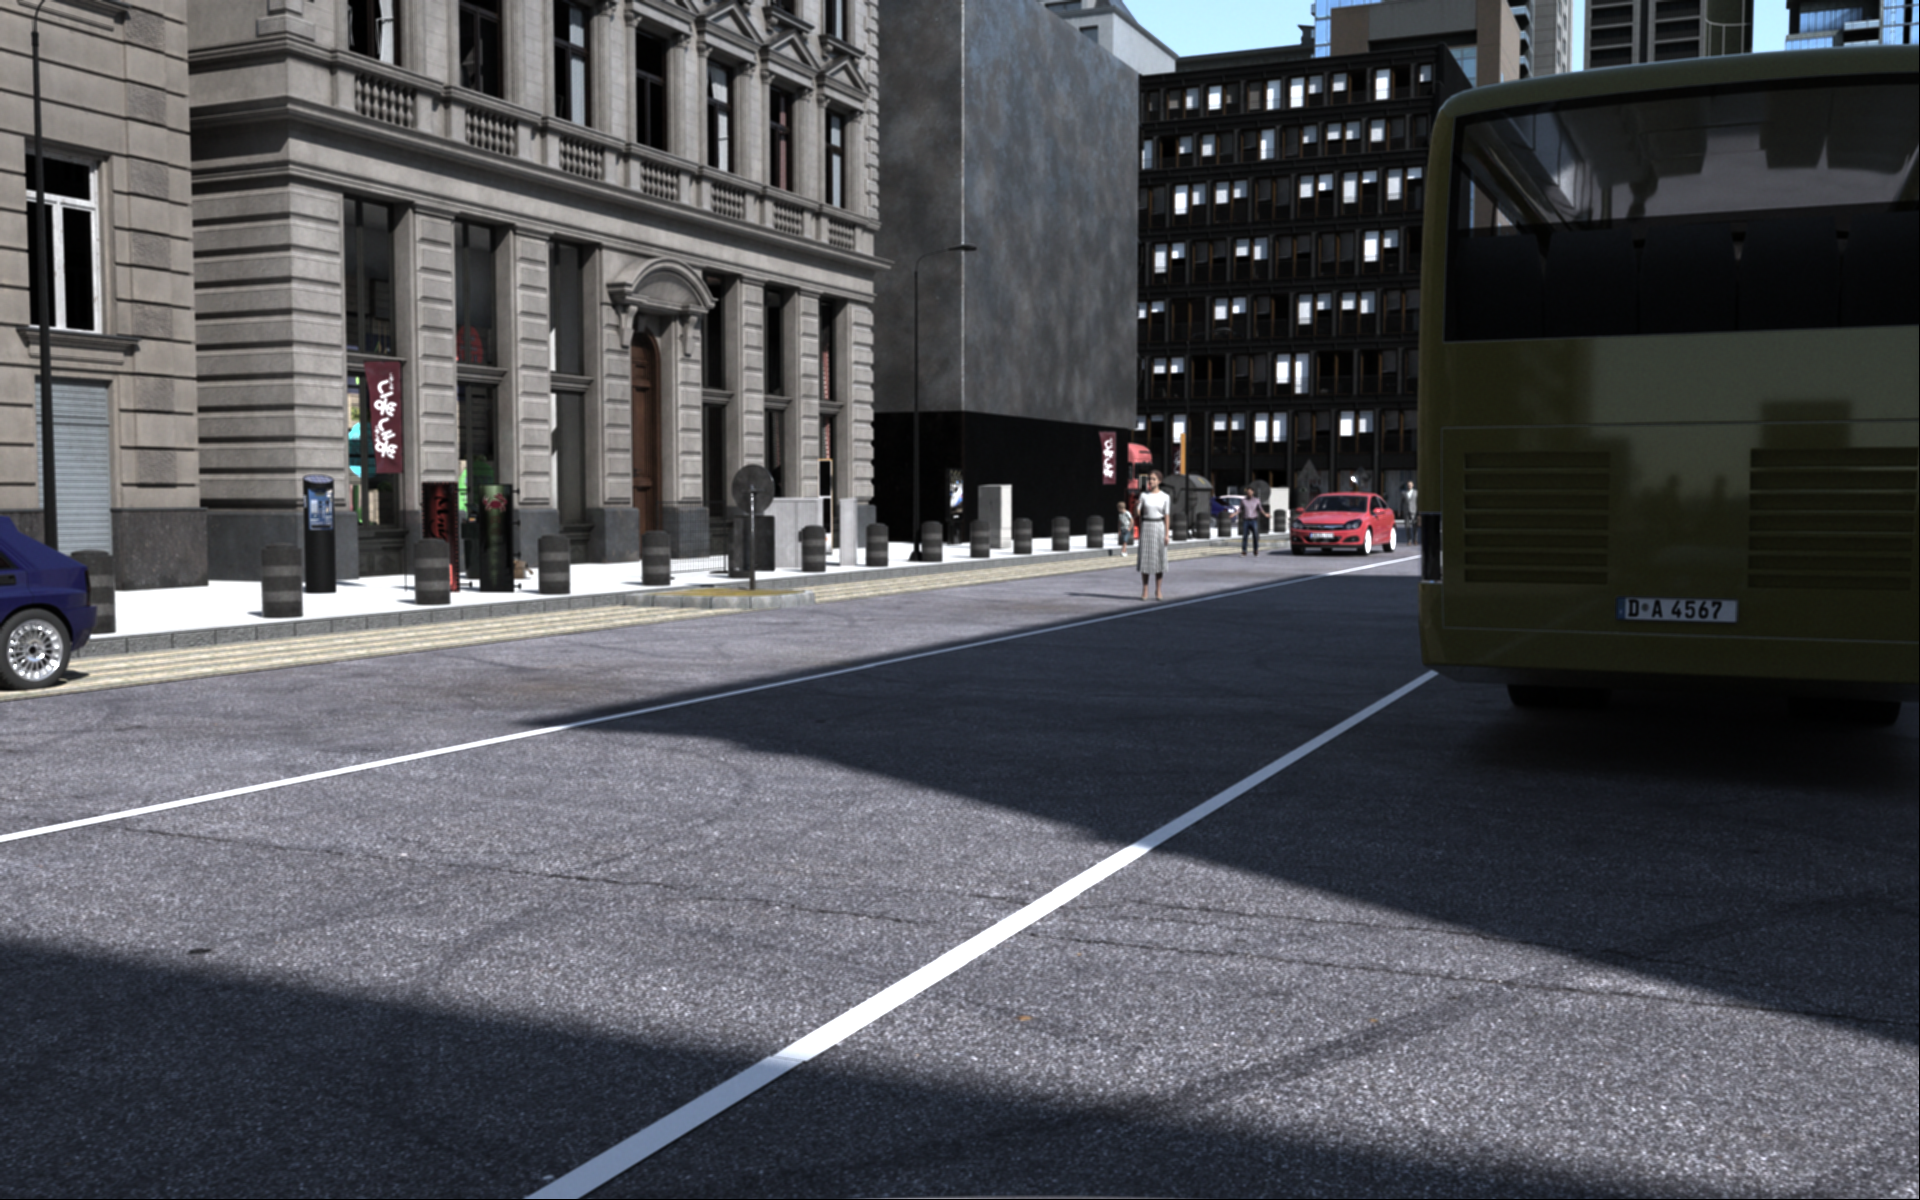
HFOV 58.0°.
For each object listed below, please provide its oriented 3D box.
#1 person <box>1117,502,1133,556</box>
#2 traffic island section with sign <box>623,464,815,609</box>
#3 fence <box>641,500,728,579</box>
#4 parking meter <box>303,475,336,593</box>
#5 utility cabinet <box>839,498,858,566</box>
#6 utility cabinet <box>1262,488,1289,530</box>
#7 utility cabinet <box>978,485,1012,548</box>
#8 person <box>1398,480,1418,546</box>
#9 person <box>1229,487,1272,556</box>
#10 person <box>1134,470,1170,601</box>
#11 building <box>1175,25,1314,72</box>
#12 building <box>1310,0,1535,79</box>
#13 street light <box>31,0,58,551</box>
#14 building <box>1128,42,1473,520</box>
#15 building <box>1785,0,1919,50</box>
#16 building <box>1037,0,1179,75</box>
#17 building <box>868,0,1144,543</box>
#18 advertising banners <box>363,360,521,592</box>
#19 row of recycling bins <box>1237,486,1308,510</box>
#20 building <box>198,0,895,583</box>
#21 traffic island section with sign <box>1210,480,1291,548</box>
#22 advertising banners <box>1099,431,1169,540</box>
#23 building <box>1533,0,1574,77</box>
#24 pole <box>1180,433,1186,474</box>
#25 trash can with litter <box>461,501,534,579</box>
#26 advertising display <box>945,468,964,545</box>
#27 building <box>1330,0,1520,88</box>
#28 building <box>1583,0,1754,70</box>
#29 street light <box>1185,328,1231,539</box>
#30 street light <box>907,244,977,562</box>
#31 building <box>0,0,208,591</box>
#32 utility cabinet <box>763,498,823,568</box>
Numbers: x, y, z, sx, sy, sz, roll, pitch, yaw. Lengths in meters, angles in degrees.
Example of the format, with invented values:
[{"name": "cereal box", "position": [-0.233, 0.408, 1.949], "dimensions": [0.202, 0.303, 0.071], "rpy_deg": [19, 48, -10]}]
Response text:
[{"name": "person", "position": [3.771, -1.617, 39.621], "dimensions": [0.352, 1.250, 0.332], "rpy_deg": [-1, 4, -10]}, {"name": "traffic island section with sign", "position": [-2.974, -0.845, 22.437], "dimensions": [1.989, 1.847, 2.006], "rpy_deg": [2, 4, 24]}, {"name": "fence", "position": [-4.174, -0.967, 27.008], "dimensions": [0.480, 1.192, 2.264], "rpy_deg": [1, 4, 21]}, {"name": "parking meter", "position": [-8.316, -0.861, 22.492], "dimensions": [0.372, 1.533, 0.369], "rpy_deg": [0, 3, 0]}, {"name": "utility cabinet", "position": [-2.016, -1.226, 31.210], "dimensions": [0.306, 1.237, 1.020], "rpy_deg": [0, 4, -1]}, {"name": "utility cabinet", "position": [11.069, -3.188, 60.807], "dimensions": [1.173, 1.500, 0.318], "rpy_deg": [-3, 5, -44]}, {"name": "utility cabinet", "position": [0.808, -1.968, 40.861], "dimensions": [0.318, 1.500, 1.173], "rpy_deg": [-2, 4, -26]}, {"name": "person", "position": [12.564, -2.425, 48.262], "dimensions": [0.709, 1.813, 0.853], "rpy_deg": [1, 4, 15]}, {"name": "person", "position": [6.646, -1.792, 39.754], "dimensions": [0.963, 1.587, 0.435], "rpy_deg": [0, 4, 4]}, {"name": "person", "position": [2.578, -0.870, 23.296], "dimensions": [0.480, 1.755, 0.524], "rpy_deg": [0, 4, 6]}, {"name": "building", "position": [34.930, -37.735, 206.203], "dimensions": [27.495, 52.752, 28.713], "rpy_deg": [2, 4, 24]}, {"name": "building", "position": [47.201, -52.789, 175.778], "dimensions": [22.319, 86.520, 31.000], "rpy_deg": [2, 4, 24]}, {"name": "street light", "position": [-7.898, -2.636, 15.634], "dimensions": [1.470, 5.913, 1.316], "rpy_deg": [2, 4, 24]}, {"name": "building", "position": [18.068, -16.060, 92.259], "dimensions": [15.834, 23.373, 12.332], "rpy_deg": [2, 4, 24]}, {"name": "building", "position": [119.919, -55.850, 225.812], "dimensions": [31.000, 86.520, 22.319], "rpy_deg": [2, 4, 24]}, {"name": "building", "position": [-3.315, -19.800, 101.217], "dimensions": [29.804, 29.767, 11.434], "rpy_deg": [2, 4, 24]}, {"name": "building", "position": [-4.144, -11.523, 55.852], "dimensions": [16.811, 18.784, 16.820], "rpy_deg": [2, 4, 24]}, {"name": "advertising banners", "position": [-6.765, -1.616, 22.606], "dimensions": [2.074, 3.025, 0.090], "rpy_deg": [0, 4, 7]}, {"name": "row of recycling bins", "position": [15.303, -4.744, 84.680], "dimensions": [3.534, 1.692, 1.069], "rpy_deg": [1, 4, 18]}, {"name": "building", "position": [-10.155, -12.586, 34.655], "dimensions": [11.050, 23.489, 19.941], "rpy_deg": [2, 4, 24]}, {"name": "traffic island section with sign", "position": [8.028, -2.350, 47.054], "dimensions": [1.989, 1.847, 2.006], "rpy_deg": [2, 4, 24]}, {"name": "advertising banners", "position": [4.849, -3.192, 48.383], "dimensions": [2.074, 3.025, 0.090], "rpy_deg": [-1, 4, -14]}, {"name": "building", "position": [58.677, -46.564, 199.576], "dimensions": [20.611, 71.187, 20.563], "rpy_deg": [2, 4, 24]}, {"name": "pole", "position": [7.471, -3.931, 58.122], "dimensions": [0.158, 3.312, 0.155], "rpy_deg": [0, 3, 0]}, {"name": "trash can with litter", "position": [-7.016, -0.909, 26.255], "dimensions": [1.055, 1.170, 0.624], "rpy_deg": [0, 4, -6]}, {"name": "advertising display", "position": [-0.137, -2.367, 43.919], "dimensions": [0.123, 1.923, 0.974], "rpy_deg": [1, 4, 21]}, {"name": "building", "position": [41.679, -30.868, 154.794], "dimensions": [14.600, 45.320, 14.200], "rpy_deg": [2, 4, 24]}, {"name": "building", "position": [95.888, -48.776, 235.732], "dimensions": [20.611, 71.187, 20.563], "rpy_deg": [2, 4, 24]}, {"name": "street light", "position": [6.930, -4.663, 48.777], "dimensions": [1.470, 5.913, 1.316], "rpy_deg": [2, 4, 24]}, {"name": "street light", "position": [-0.332, -3.669, 32.525], "dimensions": [1.470, 5.913, 1.316], "rpy_deg": [2, 4, 24]}, {"name": "building", "position": [-20.560, -13.290, 14.554], "dimensions": [12.463, 27.353, 25.104], "rpy_deg": [2, 4, 24]}, {"name": "utility cabinet", "position": [-2.893, -1.153, 30.019], "dimensions": [1.020, 1.237, 0.306], "rpy_deg": [1, 4, 18]}]
